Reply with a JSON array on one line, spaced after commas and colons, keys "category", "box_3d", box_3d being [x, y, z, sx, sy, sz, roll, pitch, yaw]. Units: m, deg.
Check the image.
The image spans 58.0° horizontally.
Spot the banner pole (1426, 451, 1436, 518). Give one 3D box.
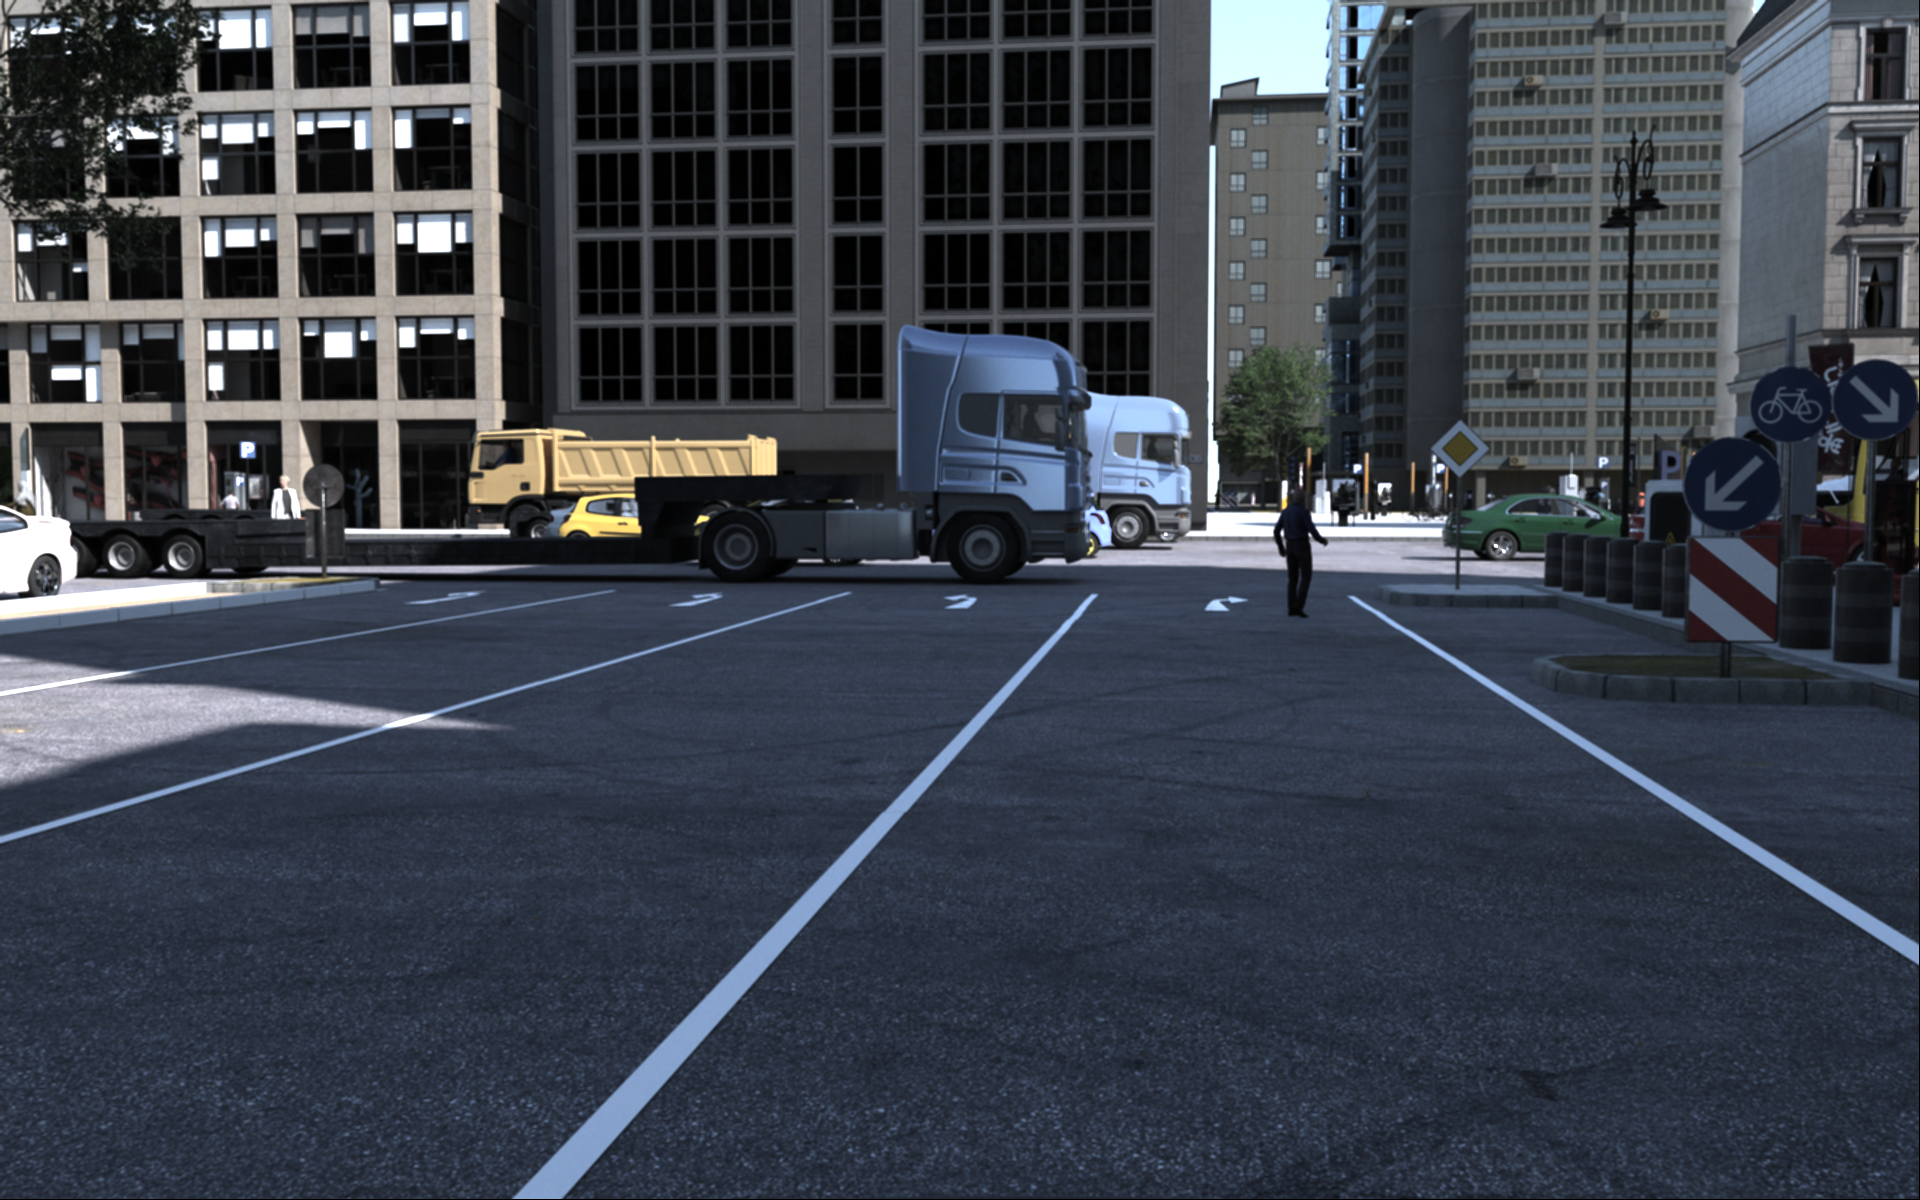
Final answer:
[{"category": "banner pole", "box_3d": [25.424, -6.311, 93.200, 0.401, 3.779, 0.863, 3, 5, 43]}]

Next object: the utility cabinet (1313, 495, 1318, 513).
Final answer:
[{"category": "utility cabinet", "box_3d": [23.968, -6.357, 115.101, 1.020, 1.237, 0.306, -2, 4, -28]}]

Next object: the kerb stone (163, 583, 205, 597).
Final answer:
[{"category": "kerb stone", "box_3d": [-10.985, -0.131, 24.342, 0.120, 0.150, 1.000, 0, 4, 7]}]

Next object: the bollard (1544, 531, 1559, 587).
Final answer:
[{"category": "bollard", "box_3d": [8.327, -0.570, 24.039, 0.404, 0.777, 0.398, 0, 3, 0]}]

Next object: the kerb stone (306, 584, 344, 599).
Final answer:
[{"category": "kerb stone", "box_3d": [-8.901, -0.115, 24.076, 0.120, 0.150, 1.000, 0, 4, 7]}]

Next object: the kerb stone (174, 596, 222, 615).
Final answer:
[{"category": "kerb stone", "box_3d": [-9.306, 0.074, 20.989, 0.120, 0.150, 1.000, 0, 4, 7]}]

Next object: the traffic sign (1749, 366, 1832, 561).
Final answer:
[{"category": "traffic sign", "box_3d": [8.302, -1.057, 17.389, 0.768, 2.556, 0.104, 1, 4, 15]}]

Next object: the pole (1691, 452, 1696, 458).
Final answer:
[{"category": "pole", "box_3d": [35.702, -5.537, 84.366, 0.158, 3.312, 0.155, 0, 3, 0]}]

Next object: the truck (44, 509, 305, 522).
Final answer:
[{"category": "truck", "box_3d": [-28.577, -3.740, 50.913, 18.799, 4.110, 2.967, 0, 4, 6]}]

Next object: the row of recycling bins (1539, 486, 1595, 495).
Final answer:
[{"category": "row of recycling bins", "box_3d": [32.764, -5.246, 92.892, 3.534, 1.692, 1.069, -1, 4, -12]}]

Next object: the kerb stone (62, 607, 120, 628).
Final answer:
[{"category": "kerb stone", "box_3d": [-9.578, 0.202, 18.951, 0.120, 0.150, 1.000, 0, 4, 7]}]

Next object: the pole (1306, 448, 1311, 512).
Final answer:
[{"category": "pole", "box_3d": [15.276, -5.019, 75.906, 0.158, 3.312, 0.155, 0, 3, 0]}]

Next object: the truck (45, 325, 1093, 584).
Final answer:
[{"category": "truck", "box_3d": [-6.503, -2.417, 29.271, 18.799, 4.110, 2.967, 0, 4, 7]}]

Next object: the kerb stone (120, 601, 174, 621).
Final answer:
[{"category": "kerb stone", "box_3d": [-9.443, 0.136, 19.971, 0.120, 0.150, 1.000, 0, 4, 7]}]

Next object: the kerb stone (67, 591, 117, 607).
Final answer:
[{"category": "kerb stone", "box_3d": [-11.252, -0.005, 22.292, 0.120, 0.150, 1.000, 0, 4, 7]}]

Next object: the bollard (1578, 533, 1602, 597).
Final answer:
[{"category": "bollard", "box_3d": [8.011, -0.424, 21.646, 0.404, 0.777, 0.398, 0, 3, 0]}]

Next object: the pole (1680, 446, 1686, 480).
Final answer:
[{"category": "pole", "box_3d": [30.929, -4.909, 74.107, 0.158, 3.312, 0.155, 0, 3, 0]}]

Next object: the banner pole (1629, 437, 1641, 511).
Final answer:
[{"category": "banner pole", "box_3d": [29.490, -5.248, 75.826, 0.401, 3.779, 0.863, -3, 5, -41]}]

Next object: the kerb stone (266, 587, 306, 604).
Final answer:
[{"category": "kerb stone", "box_3d": [-9.045, -0.052, 23.040, 0.120, 0.150, 1.000, 0, 4, 7]}]

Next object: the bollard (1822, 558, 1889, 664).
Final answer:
[{"category": "bollard", "box_3d": [6.907, 0.090, 13.244, 0.404, 0.777, 0.398, 0, 3, 0]}]

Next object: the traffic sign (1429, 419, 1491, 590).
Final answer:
[{"category": "traffic sign", "box_3d": [6.687, -1.198, 23.229, 0.795, 2.450, 0.064, 0, 4, 7]}]

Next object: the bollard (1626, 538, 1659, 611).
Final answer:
[{"category": "bollard", "box_3d": [7.696, -0.277, 19.240, 0.404, 0.777, 0.398, 0, 3, 0]}]

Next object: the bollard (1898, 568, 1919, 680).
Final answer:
[{"category": "bollard", "box_3d": [6.752, 0.164, 12.033, 0.404, 0.777, 0.398, 0, 3, 0]}]

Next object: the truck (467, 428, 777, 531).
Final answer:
[{"category": "truck", "box_3d": [-10.527, -3.422, 51.866, 9.791, 3.379, 3.469, 0, 4, 7]}]

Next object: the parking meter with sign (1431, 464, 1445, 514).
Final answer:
[{"category": "parking meter with sign", "box_3d": [27.681, -6.373, 100.466, 0.543, 3.016, 1.738, 0, 4, 4]}]

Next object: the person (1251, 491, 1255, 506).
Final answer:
[{"category": "person", "box_3d": [35.130, -12.153, 207.861, 0.551, 1.740, 0.621, 1, 4, 11]}]

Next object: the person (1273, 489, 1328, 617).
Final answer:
[{"category": "person", "box_3d": [4.052, -0.560, 20.346, 0.600, 1.496, 0.574, -1, 4, -17]}]

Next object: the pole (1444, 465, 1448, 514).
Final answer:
[{"category": "pole", "box_3d": [30.642, -7.059, 109.253, 0.158, 3.312, 0.155, 0, 3, 0]}]

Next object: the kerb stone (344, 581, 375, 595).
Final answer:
[{"category": "kerb stone", "box_3d": [-8.769, -0.175, 25.094, 0.120, 0.150, 1.000, 0, 4, 7]}]

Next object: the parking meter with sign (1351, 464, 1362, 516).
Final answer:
[{"category": "parking meter with sign", "box_3d": [23.181, -6.438, 101.525, 0.543, 3.016, 1.738, 0, 4, 6]}]

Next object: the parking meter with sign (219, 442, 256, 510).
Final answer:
[{"category": "parking meter with sign", "box_3d": [-24.396, -3.797, 58.337, 1.738, 3.016, 0.543, 3, 5, 40]}]

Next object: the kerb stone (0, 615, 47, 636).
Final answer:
[{"category": "kerb stone", "box_3d": [-9.703, 0.261, 17.930, 0.120, 0.150, 1.000, 0, 4, 7]}]

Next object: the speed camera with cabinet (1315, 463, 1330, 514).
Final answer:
[{"category": "speed camera with cabinet", "box_3d": [23.057, -7.083, 110.139, 0.660, 3.252, 2.038, 1, 4, 22]}]

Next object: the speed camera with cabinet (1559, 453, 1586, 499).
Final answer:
[{"category": "speed camera with cabinet", "box_3d": [29.790, -5.425, 83.041, 2.038, 3.252, 0.660, -1, 4, -13]}]

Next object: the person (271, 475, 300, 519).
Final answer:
[{"category": "person", "box_3d": [-14.760, -1.798, 37.782, 0.818, 1.842, 0.514, 2, 4, 30]}]

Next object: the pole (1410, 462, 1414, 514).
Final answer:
[{"category": "pole", "box_3d": [28.921, -7.149, 110.735, 0.158, 3.312, 0.155, 0, 3, 0]}]

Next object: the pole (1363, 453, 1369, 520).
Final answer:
[{"category": "pole", "box_3d": [20.082, -5.617, 85.678, 0.158, 3.312, 0.155, 0, 3, 0]}]

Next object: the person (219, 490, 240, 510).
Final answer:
[{"category": "person", "box_3d": [-23.248, -2.717, 55.140, 0.614, 1.554, 0.590, 0, 4, 0]}]

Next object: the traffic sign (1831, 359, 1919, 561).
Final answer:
[{"category": "traffic sign", "box_3d": [8.676, -1.003, 16.507, 0.768, 2.556, 0.104, 1, 4, 10]}]

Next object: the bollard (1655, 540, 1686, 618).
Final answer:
[{"category": "bollard", "box_3d": [7.534, -0.203, 18.044, 0.404, 0.777, 0.398, 0, 3, 0]}]

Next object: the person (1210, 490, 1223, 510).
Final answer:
[{"category": "person", "box_3d": [22.666, -8.812, 152.593, 1.348, 1.823, 0.705, -2, 4, -25]}]

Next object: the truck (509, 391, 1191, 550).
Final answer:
[{"category": "truck", "box_3d": [-2.592, -3.458, 46.291, 18.799, 4.110, 2.967, 0, 4, 7]}]

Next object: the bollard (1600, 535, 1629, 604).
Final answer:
[{"category": "bollard", "box_3d": [7.848, -0.350, 20.447, 0.404, 0.777, 0.398, 0, 3, 0]}]

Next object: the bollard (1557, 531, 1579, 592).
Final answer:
[{"category": "bollard", "box_3d": [8.165, -0.497, 22.848, 0.404, 0.777, 0.398, 0, 3, 0]}]

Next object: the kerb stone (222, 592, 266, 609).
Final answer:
[{"category": "kerb stone", "box_3d": [-9.175, 0.011, 22.022, 0.120, 0.150, 1.000, 0, 4, 7]}]

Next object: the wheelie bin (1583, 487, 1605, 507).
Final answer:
[{"category": "wheelie bin", "box_3d": [28.269, -4.242, 77.262, 0.980, 1.594, 0.693, 2, 4, 33]}]

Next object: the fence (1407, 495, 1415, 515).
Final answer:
[{"category": "fence", "box_3d": [27.906, -5.855, 106.928, 0.480, 1.192, 2.264, 1, 4, 12]}]

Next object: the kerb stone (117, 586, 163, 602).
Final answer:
[{"category": "kerb stone", "box_3d": [-11.112, -0.067, 23.308, 0.120, 0.150, 1.000, 0, 4, 7]}]

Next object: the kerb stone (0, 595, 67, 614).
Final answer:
[{"category": "kerb stone", "box_3d": [-11.382, 0.057, 21.274, 0.120, 0.150, 1.000, 0, 4, 7]}]

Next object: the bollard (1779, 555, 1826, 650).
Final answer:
[{"category": "bollard", "box_3d": [7.064, 0.016, 14.455, 0.404, 0.777, 0.398, 0, 3, 0]}]

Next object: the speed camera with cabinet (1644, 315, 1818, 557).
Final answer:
[{"category": "speed camera with cabinet", "box_3d": [8.780, -1.559, 19.822, 0.660, 3.252, 2.038, -1, 4, -21]}]

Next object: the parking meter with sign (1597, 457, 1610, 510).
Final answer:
[{"category": "parking meter with sign", "box_3d": [29.771, -5.130, 80.143, 0.543, 3.016, 1.738, 1, 4, 18]}]
